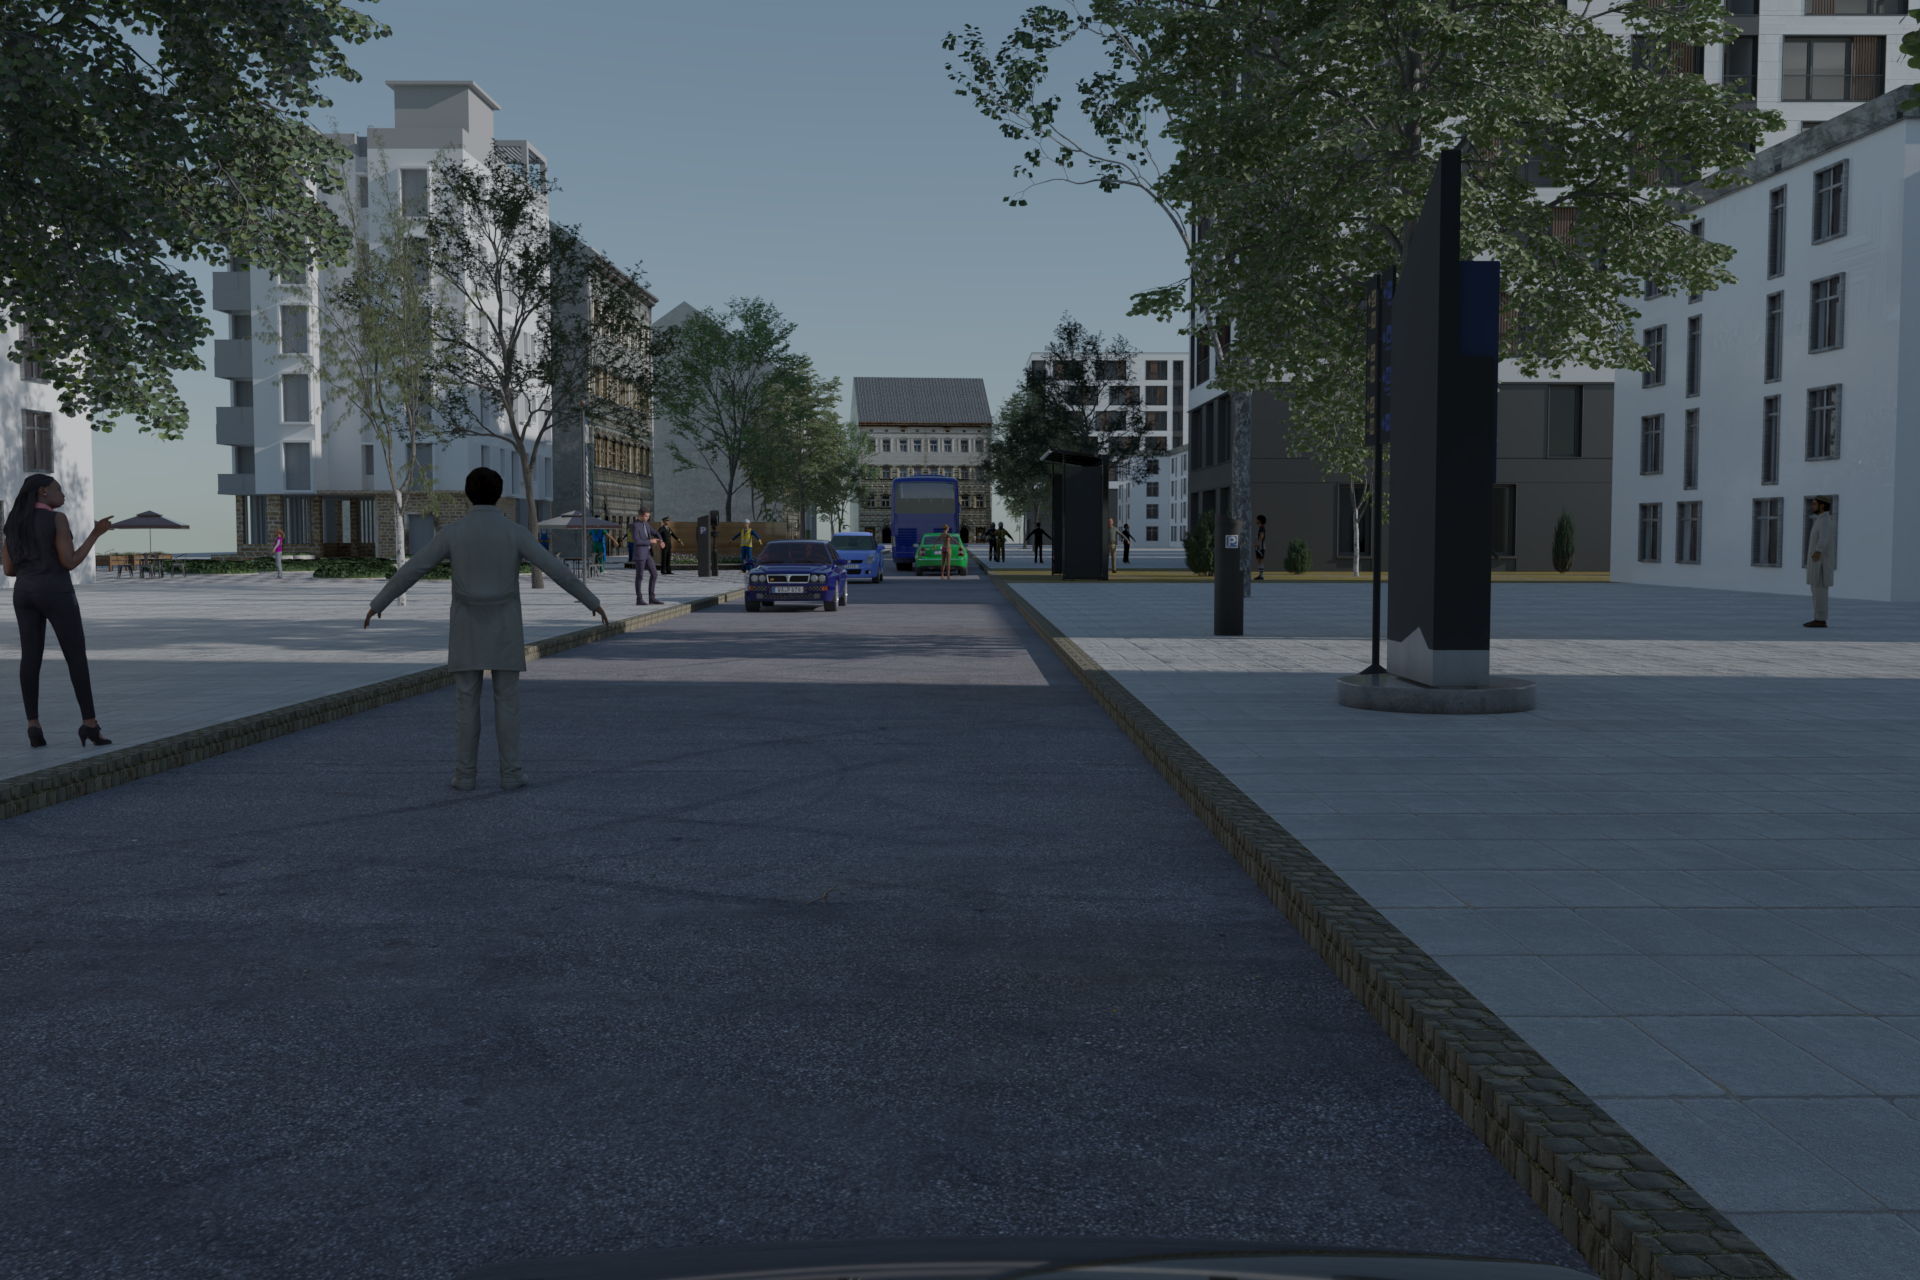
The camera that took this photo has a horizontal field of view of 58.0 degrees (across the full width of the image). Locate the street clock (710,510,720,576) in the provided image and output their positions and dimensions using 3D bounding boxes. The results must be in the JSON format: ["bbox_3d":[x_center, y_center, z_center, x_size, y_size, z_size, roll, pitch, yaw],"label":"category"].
[{"bbox_3d":[-7.437,-2.930,52.482,0.358,2.002,0.471,0,4,1],"label":"street clock"}]

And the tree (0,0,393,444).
[{"bbox_3d":[-9.592,-6.684,15.938,9.857,13.997,8.962,0,3,0],"label":"tree"}]

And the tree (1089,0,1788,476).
[{"bbox_3d":[5.372,-6.244,20.222,7.486,12.596,7.792,0,3,0],"label":"tree"}]

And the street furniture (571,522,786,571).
[{"bbox_3d":[-7.988,-3.484,63.814,11.010,1.723,9.812,-2,4,-26],"label":"street furniture"}]

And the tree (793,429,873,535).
[{"bbox_3d":[-10.548,-12.633,140.965,7.601,10.594,8.767,1,4,22],"label":"tree"}]

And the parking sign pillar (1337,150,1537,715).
[{"bbox_3d":[3.572,-1.494,12.901,1.447,3.967,1.447,0,4,-1],"label":"parking sign pillar"}]

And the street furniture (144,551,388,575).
[{"bbox_3d":[-23.565,-2.657,59.071,5.734,0.657,10.072,1,4,21],"label":"street furniture"}]

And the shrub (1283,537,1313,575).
[{"bbox_3d":[10.722,-2.682,54.966,1.383,1.207,1.383,0,3,0],"label":"shrub"}]

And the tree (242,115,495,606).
[{"bbox_3d":[-9.894,-4.930,30.968,4.360,8.622,3.978,0,3,0],"label":"tree"}]

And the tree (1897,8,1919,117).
[{"bbox_3d":[6.168,-5.360,5.770,7.486,12.596,7.792,0,3,0],"label":"tree"}]

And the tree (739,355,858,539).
[{"bbox_3d":[-10.323,-11.735,109.986,7.486,12.596,7.792,0,3,0],"label":"tree"}]

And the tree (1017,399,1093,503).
[{"bbox_3d":[5.456,-8.408,87.827,4.360,8.622,3.978,0,3,0],"label":"tree"}]

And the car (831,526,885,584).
[{"bbox_3d":[-3.167,-2.550,51.277,1.945,1.707,3.694,0,3,0],"label":"car"}]

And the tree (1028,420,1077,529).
[{"bbox_3d":[5.624,-9.520,106.007,4.360,8.622,3.978,0,3,0],"label":"tree"}]

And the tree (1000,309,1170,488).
[{"bbox_3d":[5.171,-8.448,72.540,7.601,10.594,8.767,0,4,1],"label":"tree"}]

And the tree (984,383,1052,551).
[{"bbox_3d":[5.250,-12.966,130.125,7.486,12.596,7.792,0,3,0],"label":"tree"}]

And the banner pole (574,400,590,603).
[{"bbox_3d":[-7.035,-2.603,32.581,0.401,3.779,0.863,0,4,-1],"label":"banner pole"}]

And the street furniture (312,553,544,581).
[{"bbox_3d":[-15.768,-2.231,52.095,5.734,0.657,10.072,0,4,0],"label":"street furniture"}]

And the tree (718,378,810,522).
[{"bbox_3d":[-9.487,-8.038,81.789,4.737,8.622,4.395,0,3,0],"label":"tree"}]

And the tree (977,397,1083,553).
[{"bbox_3d":[5.025,-11.182,117.236,8.767,10.594,7.601,1,4,16],"label":"tree"}]

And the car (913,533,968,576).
[{"bbox_3d":[-0.670,-3.169,60.617,1.959,1.807,4.718,0,4,-1],"label":"car"}]

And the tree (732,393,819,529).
[{"bbox_3d":[-10.163,-8.501,89.358,4.360,8.622,3.978,0,3,0],"label":"tree"}]

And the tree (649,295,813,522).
[{"bbox_3d":[-9.932,-9.119,74.850,9.928,11.665,9.643,0,3,0],"label":"tree"}]

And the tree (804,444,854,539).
[{"bbox_3d":[-9.888,-11.146,132.606,4.737,8.622,4.395,0,3,0],"label":"tree"}]

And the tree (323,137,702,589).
[{"bbox_3d":[-10.095,-6.495,40.612,8.767,10.594,7.601,-3,4,-36],"label":"tree"}]

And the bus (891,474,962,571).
[{"bbox_3d":[-1.329,-4.828,70.483,2.896,3.916,12.251,0,4,0],"label":"bus"}]

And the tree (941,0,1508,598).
[{"bbox_3d":[5.845,-11.015,35.988,12.611,20.169,13.585,0,3,0],"label":"tree"}]

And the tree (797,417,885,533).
[{"bbox_3d":[-10.454,-13.794,151.289,9.928,11.665,9.643,0,3,0],"label":"tree"}]

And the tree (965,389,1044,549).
[{"bbox_3d":[5.470,-14.470,146.962,12.009,13.543,11.850,0,3,0],"label":"tree"}]

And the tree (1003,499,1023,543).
[{"bbox_3d":[8.056,-17.708,239.883,4.737,8.622,4.395,0,3,0],"label":"tree"}]

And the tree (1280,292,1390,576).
[{"bbox_3d":[11.857,-6.217,52.010,4.737,8.622,4.395,0,3,0],"label":"tree"}]

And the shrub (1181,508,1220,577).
[{"bbox_3d":[7.553,-2.966,52.528,1.661,2.075,1.752,0,3,0],"label":"shrub"}]

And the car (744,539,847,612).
[{"bbox_3d":[-3.115,-1.265,33.259,1.945,1.354,3.894,0,3,0],"label":"car"}]

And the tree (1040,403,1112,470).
[{"bbox_3d":[6.189,-8.742,93.299,4.737,8.622,4.395,0,3,0],"label":"tree"}]
